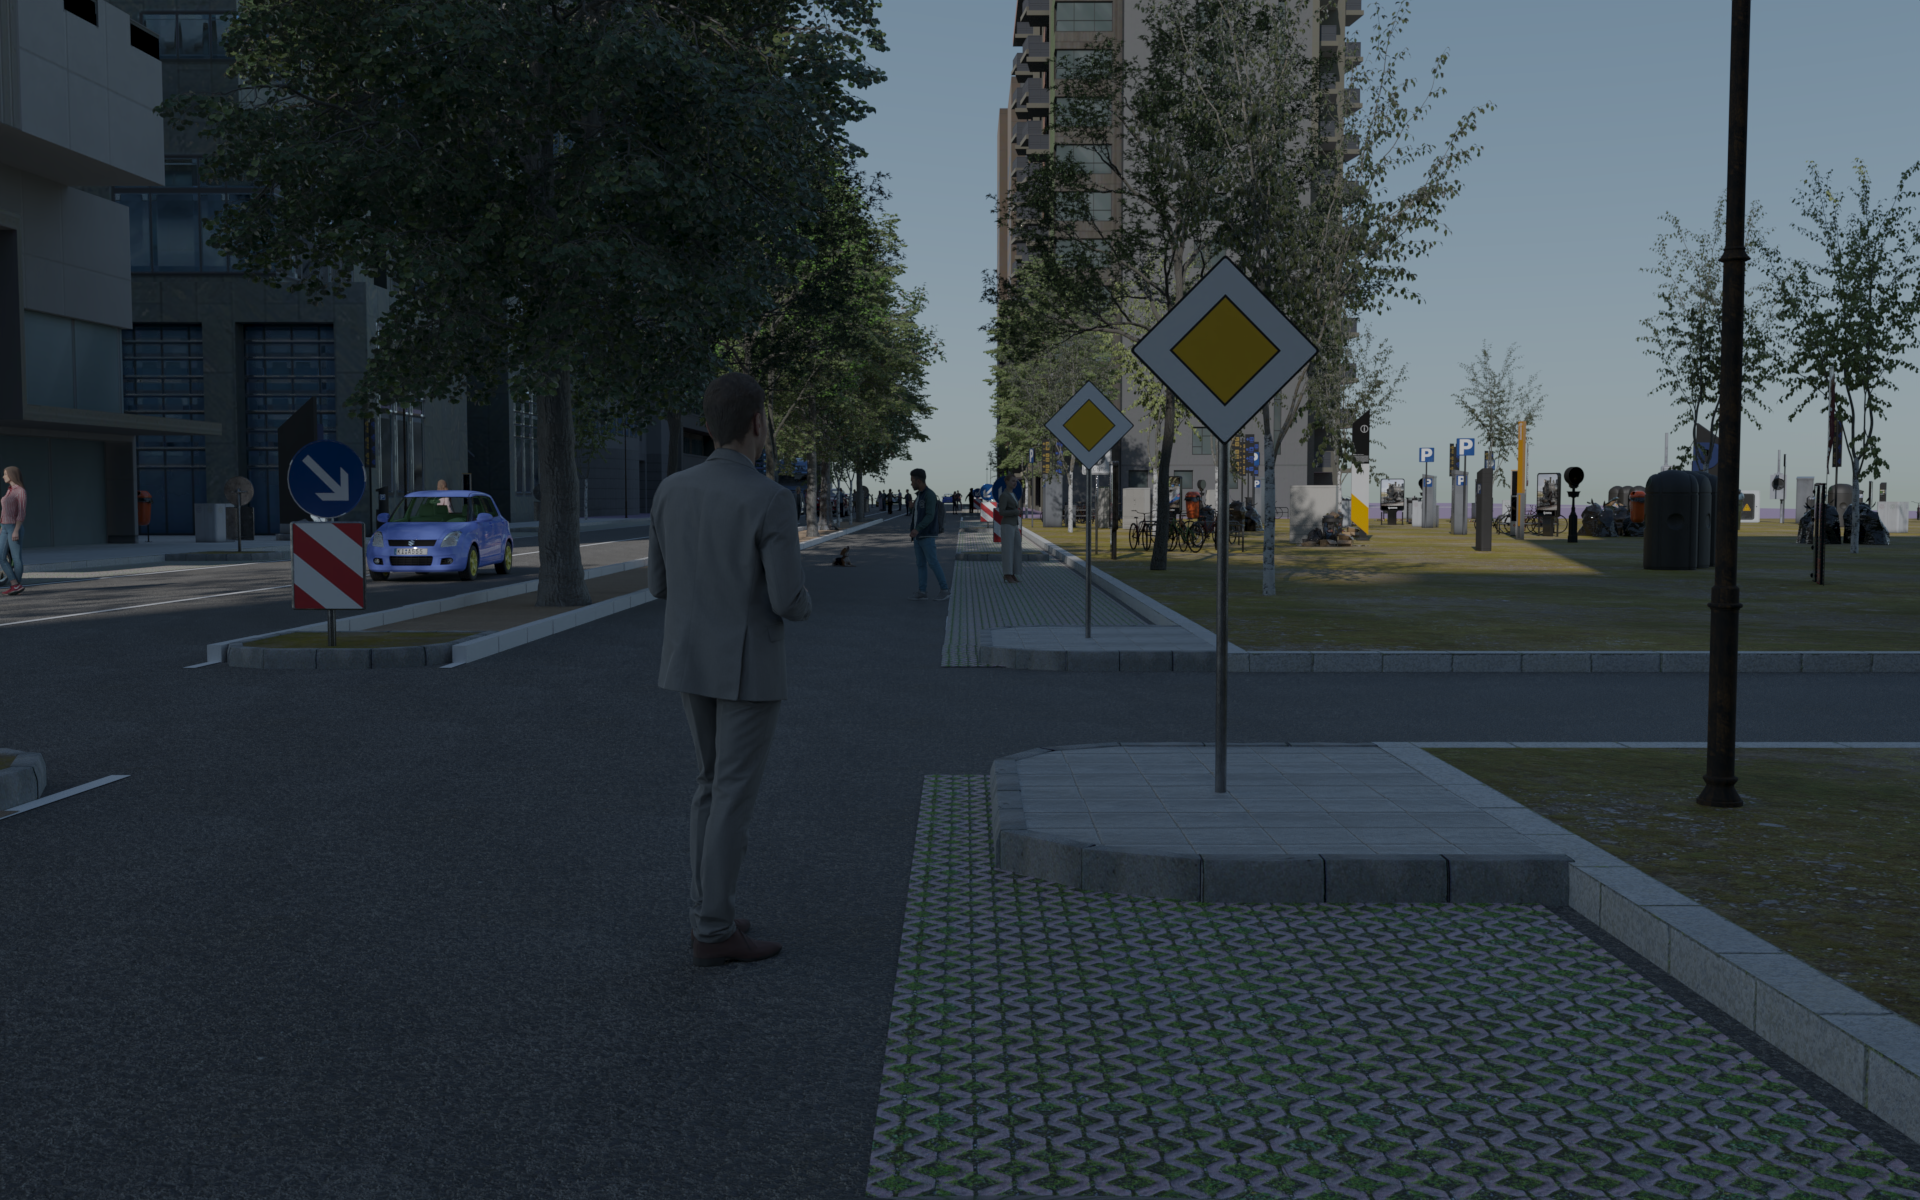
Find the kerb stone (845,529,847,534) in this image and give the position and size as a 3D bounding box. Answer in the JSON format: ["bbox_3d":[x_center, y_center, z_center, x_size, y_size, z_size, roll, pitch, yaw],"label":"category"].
[{"bbox_3d":[-4.114,-2.330,60.292,0.120,0.150,1.000,0,4,0],"label":"kerb stone"}]

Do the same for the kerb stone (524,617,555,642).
[{"bbox_3d":[-4.230,0.305,17.215,0.120,0.150,1.000,0,4,0],"label":"kerb stone"}]

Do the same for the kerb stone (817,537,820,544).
[{"bbox_3d":[-4.145,-1.639,48.999,0.120,0.150,1.000,0,4,0],"label":"kerb stone"}]

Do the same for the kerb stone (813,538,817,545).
[{"bbox_3d":[-4.143,-1.577,47.977,0.120,0.150,1.000,0,4,0],"label":"kerb stone"}]

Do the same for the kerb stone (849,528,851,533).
[{"bbox_3d":[-4.107,-2.456,62.346,0.120,0.150,1.000,0,4,0],"label":"kerb stone"}]

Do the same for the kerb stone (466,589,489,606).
[{"bbox_3d":[-6.317,-0.012,22.394,0.120,0.150,1.000,0,4,0],"label":"kerb stone"}]

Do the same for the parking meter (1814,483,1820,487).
[{"bbox_3d":[43.920,-5.081,88.793,0.399,1.863,0.255,-3,5,-40],"label":"parking meter"}]

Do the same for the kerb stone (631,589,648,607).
[{"bbox_3d":[-4.212,-0.007,22.348,0.120,0.150,1.000,0,4,0],"label":"kerb stone"}]

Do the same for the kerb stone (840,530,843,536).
[{"bbox_3d":[-4.120,-2.204,58.238,0.120,0.150,1.000,0,4,0],"label":"kerb stone"}]

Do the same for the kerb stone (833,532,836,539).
[{"bbox_3d":[-4.132,-2.012,55.160,0.120,0.150,1.000,0,4,0],"label":"kerb stone"}]

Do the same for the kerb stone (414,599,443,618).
[{"bbox_3d":[-6.321,0.113,20.344,0.120,0.150,1.000,0,4,0],"label":"kerb stone"}]

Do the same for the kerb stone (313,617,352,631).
[{"bbox_3d":[-6.329,0.303,17.270,0.120,0.150,1.000,0,4,0],"label":"kerb stone"}]

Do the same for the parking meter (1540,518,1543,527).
[{"bbox_3d":[22.452,-3.732,66.727,0.255,1.863,0.399,0,4,2],"label":"parking meter"}]

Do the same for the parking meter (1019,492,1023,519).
[{"bbox_3d":[3.090,-4.979,89.813,0.372,1.533,0.369,0,3,0],"label":"parking meter"}]

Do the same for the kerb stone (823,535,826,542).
[{"bbox_3d":[-4.137,-1.760,51.058,0.120,0.150,1.000,0,4,0],"label":"kerb stone"}]

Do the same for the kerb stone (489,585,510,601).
[{"bbox_3d":[-6.313,-0.075,23.417,0.120,0.150,1.000,0,4,0],"label":"kerb stone"}]

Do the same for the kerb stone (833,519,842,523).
[{"bbox_3d":[-6.153,-3.960,86.938,0.120,0.150,1.000,0,4,0],"label":"kerb stone"}]

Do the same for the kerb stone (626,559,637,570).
[{"bbox_3d":[-6.287,-0.633,32.650,0.120,0.150,1.000,0,4,0],"label":"kerb stone"}]

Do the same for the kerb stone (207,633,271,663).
[{"bbox_3d":[-6.336,0.427,15.216,0.120,0.150,1.000,0,4,0],"label":"kerb stone"}]

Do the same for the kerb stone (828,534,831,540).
[{"bbox_3d":[-4.138,-1.890,53.107,0.120,0.150,1.000,0,4,0],"label":"kerb stone"}]

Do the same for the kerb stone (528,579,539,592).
[{"bbox_3d":[-6.306,-0.200,25.465,0.120,0.150,1.000,0,4,0],"label":"kerb stone"}]

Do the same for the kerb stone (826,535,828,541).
[{"bbox_3d":[-4.135,-1.828,52.085,0.120,0.150,1.000,0,4,0],"label":"kerb stone"}]

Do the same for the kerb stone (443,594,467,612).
[{"bbox_3d":[-6.317,0.058,21.372,0.120,0.150,1.000,0,4,0],"label":"kerb stone"}]

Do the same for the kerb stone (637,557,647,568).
[{"bbox_3d":[-6.286,-0.702,33.672,0.120,0.150,1.000,0,4,0],"label":"kerb stone"}]

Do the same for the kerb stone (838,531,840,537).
[{"bbox_3d":[-4.130,-2.139,57.209,0.120,0.150,1.000,0,4,0],"label":"kerb stone"}]

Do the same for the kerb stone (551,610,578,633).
[{"bbox_3d":[-4.224,0.242,18.251,0.120,0.150,1.000,0,4,0],"label":"kerb stone"}]

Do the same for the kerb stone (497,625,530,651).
[{"bbox_3d":[-4.232,0.368,16.186,0.120,0.150,1.000,0,4,0],"label":"kerb stone"}]

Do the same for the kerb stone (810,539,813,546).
[{"bbox_3d":[-4.149,-1.514,46.956,0.120,0.150,1.000,0,4,0],"label":"kerb stone"}]

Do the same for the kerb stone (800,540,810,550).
[{"bbox_3d":[-4.149,-1.452,45.932,0.120,0.150,1.000,0,4,0],"label":"kerb stone"}]

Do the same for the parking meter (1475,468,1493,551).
[{"bbox_3d":[11.790,-2.034,38.960,0.255,1.863,0.399,0,4,-4],"label":"parking meter"}]

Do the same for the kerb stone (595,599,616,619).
[{"bbox_3d":[-4.221,0.118,20.295,0.120,0.150,1.000,0,4,0],"label":"kerb stone"}]

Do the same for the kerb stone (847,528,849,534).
[{"bbox_3d":[-4.125,-2.393,61.319,0.120,0.150,1.000,0,4,0],"label":"kerb stone"}]

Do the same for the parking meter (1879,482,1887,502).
[{"bbox_3d":[45.682,-4.895,85.744,0.255,1.863,0.399,3,4,39],"label":"parking meter"}]

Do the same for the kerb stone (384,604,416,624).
[{"bbox_3d":[-6.321,0.184,19.317,0.120,0.150,1.000,0,4,0],"label":"kerb stone"}]

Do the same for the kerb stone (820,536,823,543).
[{"bbox_3d":[-4.144,-1.702,50.026,0.120,0.150,1.000,0,4,0],"label":"kerb stone"}]

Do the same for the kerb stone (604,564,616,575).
[{"bbox_3d":[-6.290,-0.514,30.596,0.120,0.150,1.000,0,4,0],"label":"kerb stone"}]

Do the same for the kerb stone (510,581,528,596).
[{"bbox_3d":[-6.314,-0.137,24.443,0.120,0.150,1.000,0,4,0],"label":"kerb stone"}]

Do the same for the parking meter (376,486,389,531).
[{"bbox_3d":[-17.532,-2.701,52.571,0.372,1.533,0.369,0,3,0],"label":"parking meter"}]

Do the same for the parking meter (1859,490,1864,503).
[{"bbox_3d":[44.146,-4.685,85.005,0.372,1.533,0.369,0,3,0],"label":"parking meter"}]

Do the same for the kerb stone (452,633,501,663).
[{"bbox_3d":[-4.236,0.430,15.161,0.120,0.150,1.000,0,4,0],"label":"kerb stone"}]

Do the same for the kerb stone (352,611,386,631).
[{"bbox_3d":[-6.324,0.242,18.295,0.120,0.150,1.000,0,4,0],"label":"kerb stone"}]

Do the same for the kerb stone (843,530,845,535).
[{"bbox_3d":[-4.118,-2.259,59.269,0.120,0.150,1.000,0,4,0],"label":"kerb stone"}]

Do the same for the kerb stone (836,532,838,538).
[{"bbox_3d":[-4.137,-2.079,56.181,0.120,0.150,1.000,0,4,0],"label":"kerb stone"}]

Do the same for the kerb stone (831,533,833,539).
[{"bbox_3d":[-4.133,-1.954,54.137,0.120,0.150,1.000,0,4,0],"label":"kerb stone"}]

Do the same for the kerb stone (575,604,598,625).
[{"bbox_3d":[-4.221,0.182,19.273,0.120,0.150,1.000,0,4,0],"label":"kerb stone"}]

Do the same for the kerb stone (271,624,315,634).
[{"bbox_3d":[-6.326,0.366,16.248,0.120,0.150,1.000,0,4,0],"label":"kerb stone"}]

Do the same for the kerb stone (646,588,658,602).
[{"bbox_3d":[-4.209,-0.072,23.376,0.120,0.150,1.000,0,4,0],"label":"kerb stone"}]

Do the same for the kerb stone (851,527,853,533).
[{"bbox_3d":[-4.108,-2.518,63.371,0.120,0.150,1.000,0,4,0],"label":"kerb stone"}]

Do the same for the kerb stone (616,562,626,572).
[{"bbox_3d":[-6.298,-0.574,31.618,0.120,0.150,1.000,0,4,0],"label":"kerb stone"}]

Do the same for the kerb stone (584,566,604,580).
[{"bbox_3d":[-6.293,-0.451,29.574,0.120,0.150,1.000,0,4,0],"label":"kerb stone"}]

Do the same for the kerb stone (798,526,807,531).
[{"bbox_3d":[-6.195,-2.825,68.501,0.120,0.150,1.000,0,4,0],"label":"kerb stone"}]

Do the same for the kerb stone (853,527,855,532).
[{"bbox_3d":[-4.102,-2.580,64.393,0.120,0.150,1.000,0,4,0],"label":"kerb stone"}]

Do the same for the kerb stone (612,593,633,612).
[{"bbox_3d":[-4.218,0.053,21.326,0.120,0.150,1.000,0,4,0],"label":"kerb stone"}]
